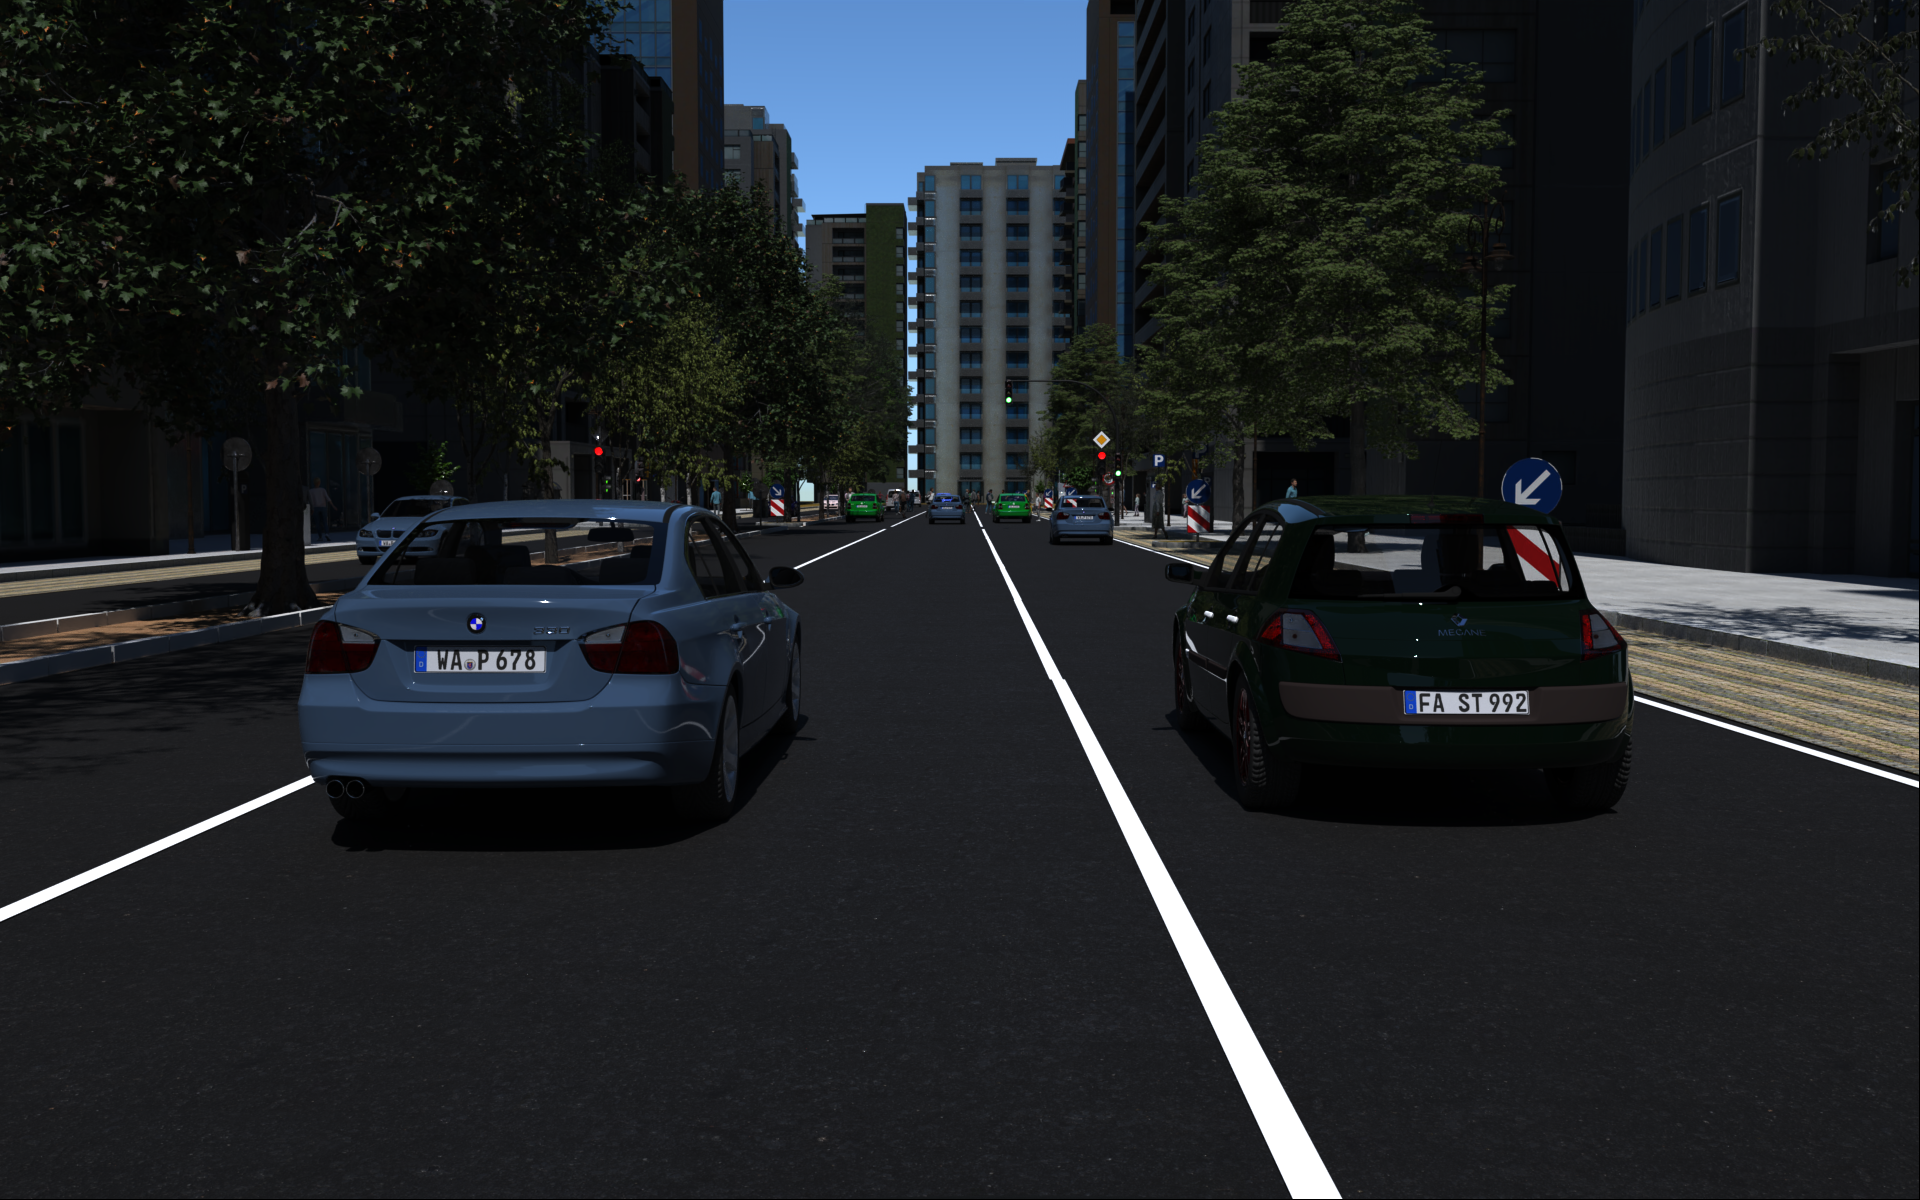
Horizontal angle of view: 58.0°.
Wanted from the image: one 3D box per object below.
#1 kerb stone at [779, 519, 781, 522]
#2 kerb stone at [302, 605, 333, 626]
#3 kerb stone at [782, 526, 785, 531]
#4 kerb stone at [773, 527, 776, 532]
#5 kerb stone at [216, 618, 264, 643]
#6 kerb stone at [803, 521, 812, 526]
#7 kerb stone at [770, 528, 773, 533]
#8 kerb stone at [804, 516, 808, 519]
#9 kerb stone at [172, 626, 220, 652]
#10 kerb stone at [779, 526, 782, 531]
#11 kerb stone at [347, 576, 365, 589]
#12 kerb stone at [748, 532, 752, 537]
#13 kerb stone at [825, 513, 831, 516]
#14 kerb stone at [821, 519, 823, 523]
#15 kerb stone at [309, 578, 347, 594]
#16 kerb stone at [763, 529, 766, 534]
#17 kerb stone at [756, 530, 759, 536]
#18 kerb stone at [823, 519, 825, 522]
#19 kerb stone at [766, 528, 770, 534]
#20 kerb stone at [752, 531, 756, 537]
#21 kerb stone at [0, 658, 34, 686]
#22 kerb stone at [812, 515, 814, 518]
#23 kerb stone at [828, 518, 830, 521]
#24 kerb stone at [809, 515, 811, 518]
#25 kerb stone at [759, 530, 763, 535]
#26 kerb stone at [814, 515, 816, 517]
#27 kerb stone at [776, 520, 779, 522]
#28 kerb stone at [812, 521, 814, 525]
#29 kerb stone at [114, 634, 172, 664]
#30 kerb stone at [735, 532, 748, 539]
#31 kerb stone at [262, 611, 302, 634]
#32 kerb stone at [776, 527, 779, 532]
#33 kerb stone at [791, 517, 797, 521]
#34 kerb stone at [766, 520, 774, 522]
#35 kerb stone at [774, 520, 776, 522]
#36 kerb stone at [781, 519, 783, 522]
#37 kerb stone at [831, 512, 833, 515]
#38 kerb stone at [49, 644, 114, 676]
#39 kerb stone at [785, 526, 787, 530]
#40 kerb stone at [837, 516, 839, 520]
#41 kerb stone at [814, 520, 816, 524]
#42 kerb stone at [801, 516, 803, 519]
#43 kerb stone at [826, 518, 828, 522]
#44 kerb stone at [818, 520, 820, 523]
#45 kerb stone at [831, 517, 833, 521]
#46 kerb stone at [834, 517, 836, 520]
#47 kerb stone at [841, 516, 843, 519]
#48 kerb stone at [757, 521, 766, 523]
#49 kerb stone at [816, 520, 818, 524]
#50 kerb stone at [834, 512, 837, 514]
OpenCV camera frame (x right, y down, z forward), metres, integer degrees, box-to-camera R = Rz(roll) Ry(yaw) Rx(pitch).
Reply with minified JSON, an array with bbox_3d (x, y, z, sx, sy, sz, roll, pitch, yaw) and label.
[{"bbox_3d":[-9.069,-3.866,85.408,0.120,0.150,1.000,0,4,0],"label":"kerb stone"},{"bbox_3d":[-7.186,0.181,19.235,0.120,0.150,1.000,0,4,0],"label":"kerb stone"},{"bbox_3d":[-7.035,-2.761,67.405,0.120,0.150,1.000,0,4,0],"label":"kerb stone"},{"bbox_3d":[-7.042,-2.577,64.323,0.120,0.150,1.000,0,4,0],"label":"kerb stone"},{"bbox_3d":[-7.194,0.307,17.182,0.120,0.150,1.000,0,4,0],"label":"kerb stone"},{"bbox_3d":[-6.993,-3.489,79.238,0.120,0.150,1.000,0,4,0],"label":"kerb stone"},{"bbox_3d":[-7.040,-2.512,63.299,0.120,0.150,1.000,0,4,0],"label":"kerb stone"},{"bbox_3d":[-9.025,-4.745,99.777,0.120,0.150,1.000,0,4,0],"label":"kerb stone"},{"bbox_3d":[-7.203,0.376,16.160,0.120,0.150,1.000,0,4,0],"label":"kerb stone"},{"bbox_3d":[-7.037,-2.702,66.377,0.120,0.150,1.000,0,4,0],"label":"kerb stone"},{"bbox_3d":[-9.264,-0.260,26.441,0.120,0.150,1.000,0,4,0],"label":"kerb stone"},{"bbox_3d":[-7.069,-2.137,57.149,0.120,0.150,1.000,0,4,0],"label":"kerb stone"},{"bbox_3d":[-8.966,-5.809,117.201,0.120,0.150,1.000,0,4,0],"label":"kerb stone"},{"bbox_3d":[-6.970,-3.856,85.383,0.120,0.150,1.000,0,4,0],"label":"kerb stone"},{"bbox_3d":[-9.271,-0.195,25.420,0.120,0.150,1.000,0,4,0],"label":"kerb stone"},{"bbox_3d":[-7.051,-2.389,61.255,0.120,0.150,1.000,0,4,0],"label":"kerb stone"},{"bbox_3d":[-7.060,-2.263,59.195,0.120,0.150,1.000,0,4,0],"label":"kerb stone"},{"bbox_3d":[-6.966,-3.927,86.407,0.120,0.150,1.000,0,4,0],"label":"kerb stone"},{"bbox_3d":[-7.048,-2.451,62.277,0.120,0.150,1.000,0,4,0],"label":"kerb stone"},{"bbox_3d":[-7.059,-2.200,58.171,0.120,0.150,1.000,0,4,0],"label":"kerb stone"},{"bbox_3d":[-7.214,0.560,13.083,0.120,0.150,1.000,0,4,0],"label":"kerb stone"},{"bbox_3d":[-9.009,-4.992,103.887,0.120,0.150,1.000,0,4,0],"label":"kerb stone"},{"bbox_3d":[-6.956,-4.113,89.482,0.120,0.150,1.000,0,4,0],"label":"kerb stone"},{"bbox_3d":[-9.020,-4.866,101.837,0.120,0.150,1.000,0,4,0],"label":"kerb stone"},{"bbox_3d":[-7.057,-2.325,60.217,0.120,0.150,1.000,0,4,0],"label":"kerb stone"},{"bbox_3d":[-9.001,-5.059,104.916,0.120,0.150,1.000,0,4,0],"label":"kerb stone"},{"bbox_3d":[-9.074,-3.801,84.376,0.120,0.150,1.000,0,4,0],"label":"kerb stone"},{"bbox_3d":[-6.989,-3.544,80.266,0.120,0.150,1.000,0,4,0],"label":"kerb stone"},{"bbox_3d":[-7.204,0.432,15.138,0.120,0.150,1.000,0,4,0],"label":"kerb stone"},{"bbox_3d":[-7.070,-2.075,56.123,0.120,0.150,1.000,0,4,0],"label":"kerb stone"},{"bbox_3d":[-7.195,0.244,18.205,0.120,0.150,1.000,0,4,0],"label":"kerb stone"},{"bbox_3d":[-7.048,-2.639,65.345,0.120,0.150,1.000,0,4,0],"label":"kerb stone"},{"bbox_3d":[-9.043,-4.431,94.642,0.120,0.150,1.000,0,4,0],"label":"kerb stone"},{"bbox_3d":[-9.084,-3.676,82.325,0.120,0.150,1.000,0,4,0],"label":"kerb stone"},{"bbox_3d":[-9.075,-3.741,83.354,0.120,0.150,1.000,0,4,0],"label":"kerb stone"},{"bbox_3d":[-9.065,-3.927,86.432,0.120,0.150,1.000,0,4,0],"label":"kerb stone"},{"bbox_3d":[-8.960,-5.874,118.239,0.120,0.150,1.000,0,4,0],"label":"kerb stone"},{"bbox_3d":[-7.217,0.495,14.105,0.120,0.150,1.000,0,4,0],"label":"kerb stone"},{"bbox_3d":[-7.031,-2.828,68.427,0.120,0.150,1.000,0,4,0],"label":"kerb stone"},{"bbox_3d":[-6.945,-4.493,95.660,0.120,0.150,1.000,0,4,0],"label":"kerb stone"},{"bbox_3d":[-6.991,-3.614,81.288,0.120,0.150,1.000,0,4,0],"label":"kerb stone"},{"bbox_3d":[-9.036,-4.557,96.696,0.120,0.150,1.000,0,4,0],"label":"kerb stone"},{"bbox_3d":[-6.961,-4.048,88.460,0.120,0.150,1.000,0,4,0],"label":"kerb stone"},{"bbox_3d":[-6.979,-3.738,83.338,0.120,0.150,1.000,0,4,0],"label":"kerb stone"},{"bbox_3d":[-6.942,-4.241,91.529,0.120,0.150,1.000,0,4,0],"label":"kerb stone"},{"bbox_3d":[-6.950,-4.367,93.600,0.120,0.150,1.000,0,4,0],"label":"kerb stone"},{"bbox_3d":[-6.933,-4.675,98.735,0.120,0.150,1.000,0,4,0],"label":"kerb stone"},{"bbox_3d":[-9.089,-3.487,79.242,0.120,0.150,1.000,0,4,0],"label":"kerb stone"},{"bbox_3d":[-6.983,-3.677,82.316,0.120,0.150,1.000,0,4,0],"label":"kerb stone"},{"bbox_3d":[-8.947,-6.113,122.334,0.120,0.150,1.000,0,4,0],"label":"kerb stone"}]
